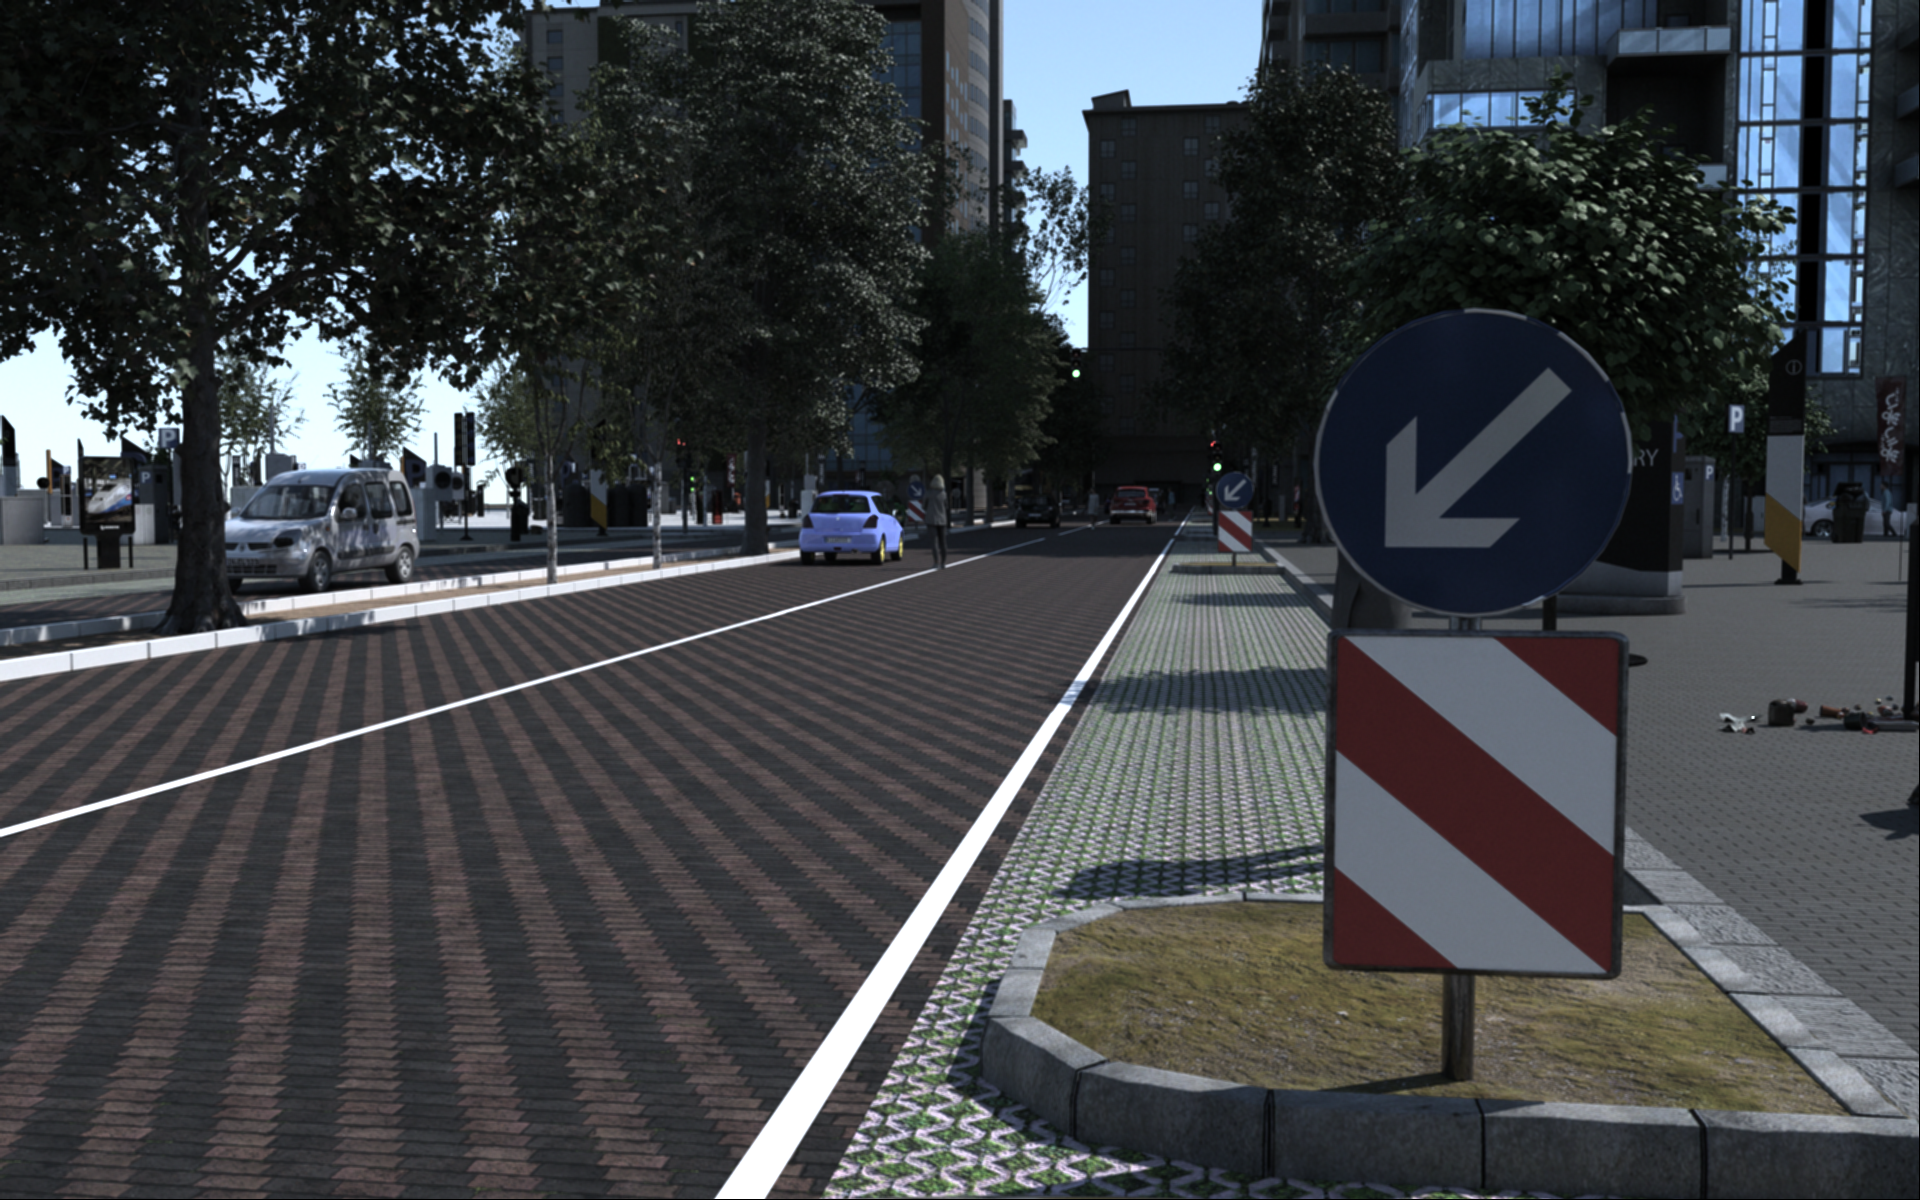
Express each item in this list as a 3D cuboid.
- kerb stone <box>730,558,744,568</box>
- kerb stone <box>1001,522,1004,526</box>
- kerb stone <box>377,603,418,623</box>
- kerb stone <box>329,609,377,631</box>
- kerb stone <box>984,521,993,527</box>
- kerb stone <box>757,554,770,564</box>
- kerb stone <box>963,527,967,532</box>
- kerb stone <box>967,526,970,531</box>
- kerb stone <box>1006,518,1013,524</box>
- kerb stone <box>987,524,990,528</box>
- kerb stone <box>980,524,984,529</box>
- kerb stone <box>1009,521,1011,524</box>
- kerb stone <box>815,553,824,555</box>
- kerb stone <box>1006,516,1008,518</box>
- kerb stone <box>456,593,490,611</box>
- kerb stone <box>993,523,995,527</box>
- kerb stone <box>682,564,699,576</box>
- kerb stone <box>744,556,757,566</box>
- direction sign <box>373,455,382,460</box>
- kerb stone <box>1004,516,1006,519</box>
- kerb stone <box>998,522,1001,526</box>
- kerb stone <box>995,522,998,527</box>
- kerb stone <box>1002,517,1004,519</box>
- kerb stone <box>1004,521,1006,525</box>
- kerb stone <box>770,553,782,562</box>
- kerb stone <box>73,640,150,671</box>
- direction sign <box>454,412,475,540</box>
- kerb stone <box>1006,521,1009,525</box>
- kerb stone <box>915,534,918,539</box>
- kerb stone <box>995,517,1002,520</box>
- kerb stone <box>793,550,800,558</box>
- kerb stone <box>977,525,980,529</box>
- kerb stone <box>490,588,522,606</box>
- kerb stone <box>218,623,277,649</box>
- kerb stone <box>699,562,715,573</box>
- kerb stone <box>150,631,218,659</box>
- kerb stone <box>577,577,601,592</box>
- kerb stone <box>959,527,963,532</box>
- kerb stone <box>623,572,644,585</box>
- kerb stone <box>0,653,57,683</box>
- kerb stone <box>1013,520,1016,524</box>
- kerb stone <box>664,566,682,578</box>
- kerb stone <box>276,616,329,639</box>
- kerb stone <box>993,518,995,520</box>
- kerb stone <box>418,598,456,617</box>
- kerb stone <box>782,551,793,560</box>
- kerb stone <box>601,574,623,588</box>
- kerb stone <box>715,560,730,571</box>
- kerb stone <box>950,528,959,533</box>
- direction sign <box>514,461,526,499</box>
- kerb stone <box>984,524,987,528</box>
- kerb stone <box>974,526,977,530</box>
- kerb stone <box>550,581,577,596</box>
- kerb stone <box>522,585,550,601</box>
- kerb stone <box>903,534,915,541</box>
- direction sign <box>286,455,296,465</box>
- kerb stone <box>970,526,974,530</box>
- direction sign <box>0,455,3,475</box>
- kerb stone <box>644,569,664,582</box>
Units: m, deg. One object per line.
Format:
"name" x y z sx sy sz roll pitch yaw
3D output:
"kerb stone" -4.454 -0.711 33.819 0.120 0.150 1.000 0 4 8
"kerb stone" 1.731 -3.413 78.004 0.120 0.150 1.000 0 4 8
"kerb stone" -6.448 0.158 19.608 0.120 0.150 1.000 0 4 8
"kerb stone" -6.584 0.227 18.591 0.120 0.150 1.000 0 4 8
"kerb stone" 1.161 -3.165 73.948 0.120 0.150 1.000 0 4 8
"kerb stone" -4.170 -0.828 35.844 0.120 0.150 1.000 0 4 8
"kerb stone" 0.032 -2.665 65.811 0.120 0.150 1.000 0 4 8
"kerb stone" 0.160 -2.730 66.828 0.120 0.150 1.000 0 4 8
"kerb stone" 2.302 -3.661 82.058 0.120 0.150 1.000 0 4 8
"kerb stone" 1.029 -3.103 72.934 0.120 0.150 1.000 0 4 8
"kerb stone" 0.738 -2.970 70.903 0.120 0.150 1.000 0 4 8
"kerb stone" 2.161 -3.595 81.044 0.120 0.150 1.000 0 4 8
"kerb stone" -3.321 -1.202 41.920 0.120 0.150 1.000 0 4 8
"kerb stone" 2.486 -4.673 98.593 0.120 0.150 1.000 0 4 8
"kerb stone" -6.159 0.034 21.633 0.120 0.150 1.000 0 4 8
"kerb stone" 1.304 -3.227 74.963 0.120 0.150 1.000 0 4 8
"kerb stone" -4.884 -0.524 30.767 0.120 0.150 1.000 0 4 8
"kerb stone" -4.312 -0.773 34.831 0.120 0.150 1.000 0 4 8
"direction sign" -33.446 -6.573 99.472 0.379 3.537 0.876 2 4 32
"kerb stone" 2.349 -4.607 97.571 0.120 0.150 1.000 0 4 8
"kerb stone" 1.592 -3.351 76.991 0.120 0.150 1.000 0 4 8
"kerb stone" 1.447 -3.288 75.975 0.120 0.150 1.000 0 4 8
"kerb stone" 2.199 -4.547 96.546 0.120 0.150 1.000 0 4 8
"kerb stone" 1.865 -3.475 79.017 0.120 0.150 1.000 0 4 8
"kerb stone" -4.025 -0.897 36.858 0.120 0.150 1.000 0 4 8
"kerb stone" -7.160 0.471 14.497 0.120 0.150 1.000 0 4 8
"direction sign" -13.742 -3.432 48.112 0.876 3.537 0.379 3 4 38
"kerb stone" 2.015 -3.537 80.028 0.120 0.150 1.000 0 4 8
"kerb stone" -1.469 -2.013 55.110 0.120 0.150 1.000 0 4 8
"kerb stone" 2.069 -4.485 95.532 0.120 0.150 1.000 0 4 8
"kerb stone" -3.750 -1.018 38.883 0.120 0.150 1.000 0 4 8
"kerb stone" 0.592 -2.916 69.877 0.120 0.150 1.000 0 4 8
"kerb stone" -6.018 -0.023 22.654 0.120 0.150 1.000 0 4 8
"kerb stone" -6.870 0.346 16.546 0.120 0.150 1.000 0 4 8
"kerb stone" -4.738 -0.586 31.778 0.120 0.150 1.000 0 4 8
"kerb stone" -7.016 0.410 15.530 0.120 0.150 1.000 0 4 8
"kerb stone" -5.594 -0.214 25.694 0.120 0.150 1.000 0 4 8
"kerb stone" -0.123 -2.605 64.793 0.120 0.150 1.000 0 4 8
"kerb stone" -5.311 -0.338 27.719 0.120 0.150 1.000 0 4 8
"kerb stone" -7.304 0.533 13.485 0.120 0.150 1.000 0 4 8
"kerb stone" 2.444 -3.723 83.071 0.120 0.150 1.000 0 4 8
"kerb stone" -5.027 -0.462 29.750 0.120 0.150 1.000 0 4 8
"kerb stone" -6.732 0.283 17.571 0.120 0.150 1.000 0 4 8
"kerb stone" 1.636 -4.297 92.476 0.120 0.150 1.000 0 4 8
"kerb stone" -6.304 0.098 20.622 0.120 0.150 1.000 0 4 8
"kerb stone" -3.887 -0.955 37.871 0.120 0.150 1.000 0 4 8
"kerb stone" -5.454 -0.276 26.707 0.120 0.150 1.000 0 4 8
"kerb stone" -4.591 -0.644 32.807 0.120 0.150 1.000 0 4 8
"kerb stone" -0.258 -2.543 63.778 0.120 0.150 1.000 0 4 8
"direction sign" -29.954 -7.708 118.021 0.876 3.537 0.379 0 4 5
"kerb stone" 0.875 -3.035 71.917 0.120 0.150 1.000 0 4 8
"kerb stone" 0.453 -2.854 68.864 0.120 0.150 1.000 0 4 8
"kerb stone" -5.732 -0.150 24.680 0.120 0.150 1.000 0 4 8
"kerb stone" -5.879 -0.090 23.669 0.120 0.150 1.000 0 4 8
"kerb stone" -1.620 -1.950 54.099 0.120 0.150 1.000 0 4 8
"direction sign" -38.876 -6.636 100.497 0.379 3.537 0.876 2 4 35
"kerb stone" 0.308 -2.792 67.853 0.120 0.150 1.000 0 4 8
"direction sign" -55.586 -6.646 100.660 0.876 3.537 0.379 -1 4 -17
"kerb stone" -5.171 -0.397 28.732 0.120 0.150 1.000 0 4 8
